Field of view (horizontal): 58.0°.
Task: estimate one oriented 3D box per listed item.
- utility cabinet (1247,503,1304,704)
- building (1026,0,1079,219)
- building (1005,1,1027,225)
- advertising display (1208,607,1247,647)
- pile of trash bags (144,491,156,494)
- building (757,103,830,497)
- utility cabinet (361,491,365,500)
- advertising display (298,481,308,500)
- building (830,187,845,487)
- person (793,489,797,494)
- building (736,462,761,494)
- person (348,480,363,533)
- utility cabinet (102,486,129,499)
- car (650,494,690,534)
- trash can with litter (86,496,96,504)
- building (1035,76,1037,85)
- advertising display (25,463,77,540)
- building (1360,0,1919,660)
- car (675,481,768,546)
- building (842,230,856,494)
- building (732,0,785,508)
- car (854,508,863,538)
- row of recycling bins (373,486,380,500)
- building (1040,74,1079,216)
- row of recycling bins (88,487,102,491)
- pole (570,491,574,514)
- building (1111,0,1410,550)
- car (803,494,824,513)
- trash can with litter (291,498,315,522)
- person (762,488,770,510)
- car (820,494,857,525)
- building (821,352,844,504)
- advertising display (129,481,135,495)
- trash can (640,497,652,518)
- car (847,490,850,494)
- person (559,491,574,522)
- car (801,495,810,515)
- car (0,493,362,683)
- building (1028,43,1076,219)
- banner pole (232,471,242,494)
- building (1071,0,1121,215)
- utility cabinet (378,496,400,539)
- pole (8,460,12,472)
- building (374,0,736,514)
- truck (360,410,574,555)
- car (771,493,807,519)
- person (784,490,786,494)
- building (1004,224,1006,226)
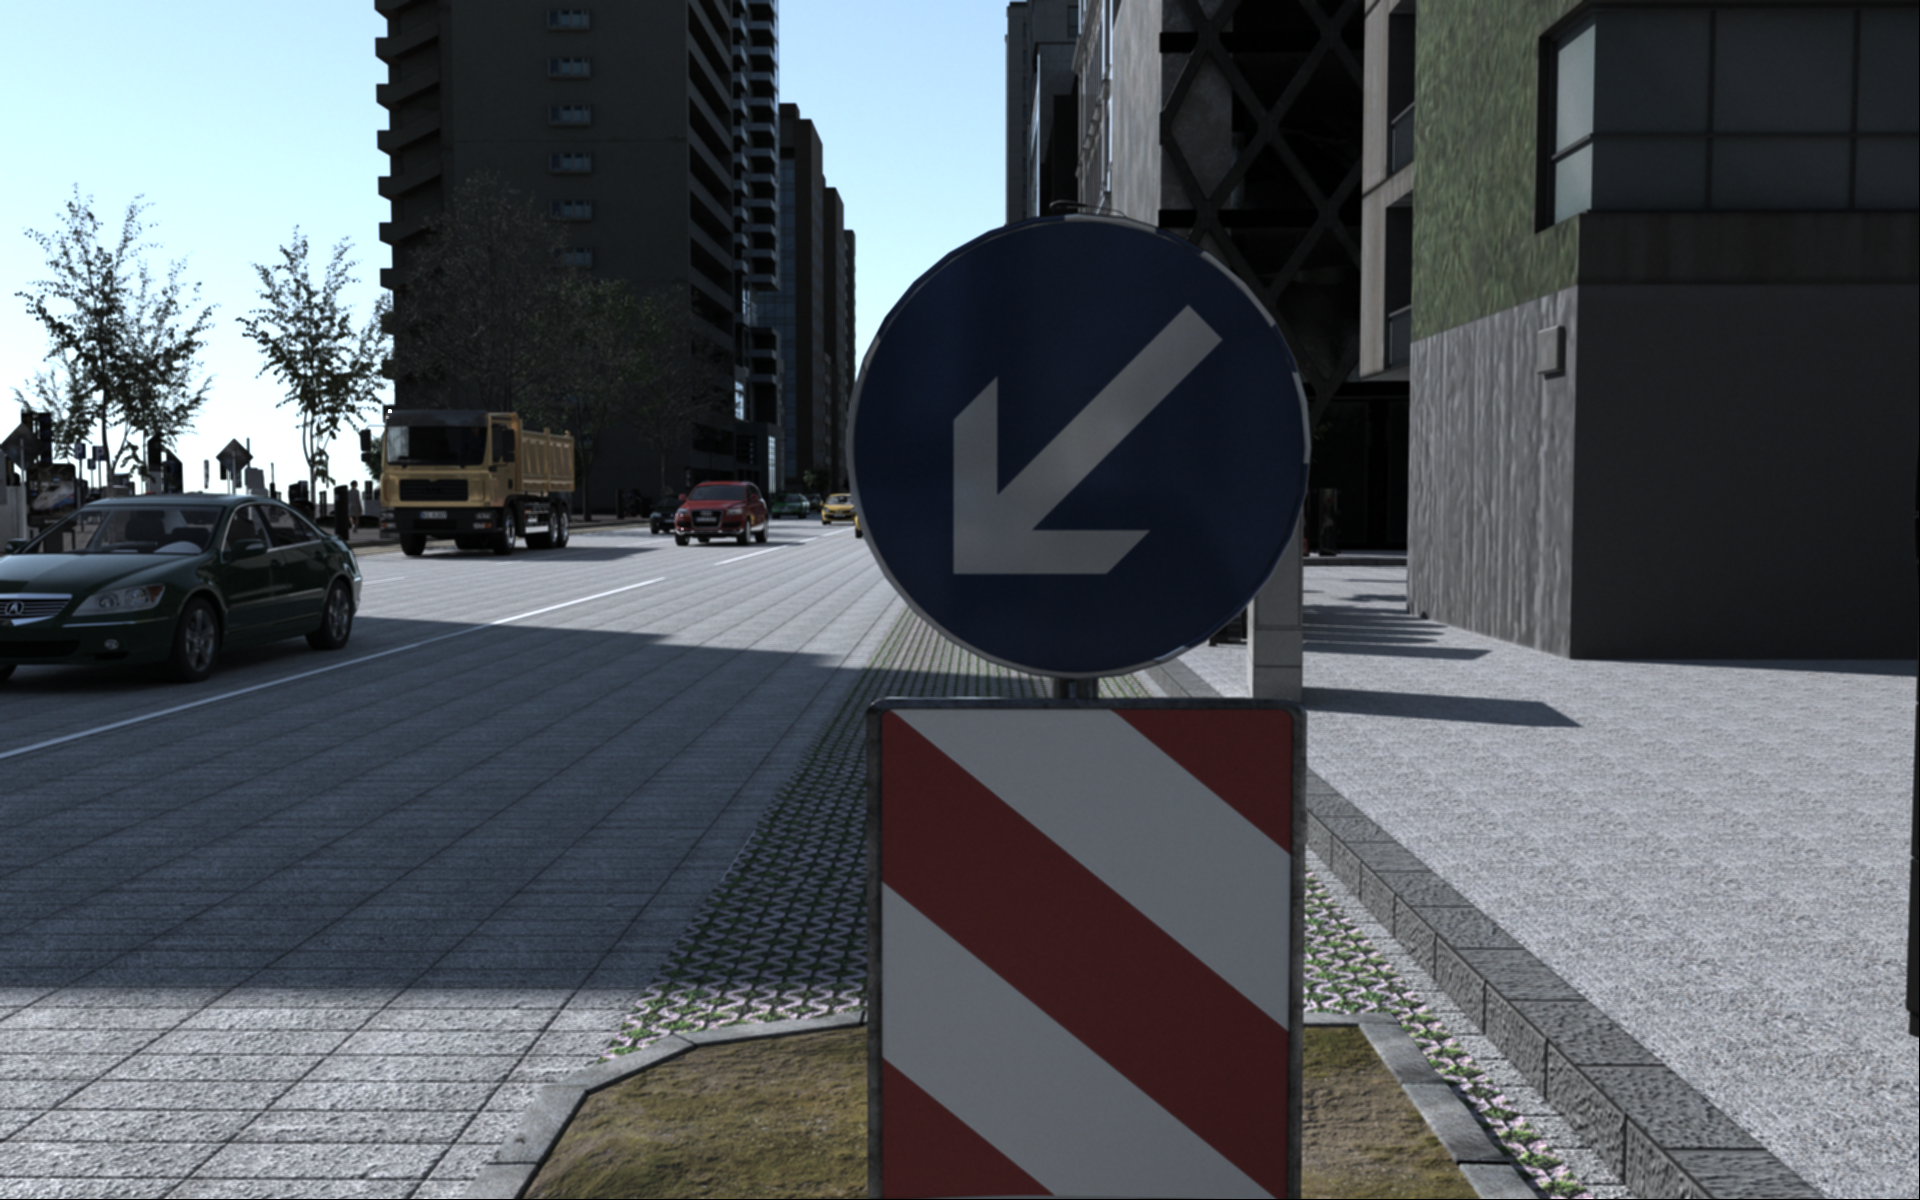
[{"bbox_3d":[2.001,-0.140,10.969,0.318,1.500,1.173,0,4,8],"label":"utility cabinet"},{"bbox_3d":[19.195,-33.829,142.342,28.713,52.752,27.495,0,4,1],"label":"building"},{"bbox_3d":[16.040,-40.890,210.544,21.231,58.520,28.212,0,4,1],"label":"building"},{"bbox_3d":[2.322,-0.593,14.917,0.123,1.923,0.974,2,4,27],"label":"advertising display"},{"bbox_3d":[-26.608,-2.849,56.333,1.912,1.369,3.447,-1,4,-16],"label":"pile of trash bags"},{"bbox_3d":[-23.516,-33.802,202.769,14.600,45.320,14.200,0,4,1],"label":"building"},{"bbox_3d":[-36.822,-6.028,107.229,0.318,1.500,1.173,-2,4,-27],"label":"utility cabinet"},{"bbox_3d":[-31.456,-4.756,82.972,0.123,1.923,0.974,0,4,0],"label":"advertising display"},{"bbox_3d":[-23.864,-36.447,246.026,14.600,45.320,14.200,0,4,1],"label":"building"},{"bbox_3d":[-15.939,-9.792,166.853,1.217,1.736,0.721,0,4,-6],"label":"person"},{"bbox_3d":[-27.313,-43.038,141.928,20.563,71.187,20.611,0,4,1],"label":"building"},{"bbox_3d":[-19.654,-3.026,56.268,0.466,1.731,0.760,-2,4,-25],"label":"person"},{"bbox_3d":[-22.693,-2.322,46.638,0.318,1.500,1.173,0,4,-7],"label":"utility cabinet"},{"bbox_3d":[-10.251,-3.282,63.452,2.009,1.686,4.222,0,4,-1],"label":"car"},{"bbox_3d":[-36.767,-3.760,72.532,1.678,1.210,2.233,1,4,18],"label":"trash can with litter"},{"bbox_3d":[12.112,-21.417,121.871,14.160,30.474,14.107,0,4,1],"label":"building"},{"bbox_3d":[-18.916,-1.888,36.084,0.123,1.923,0.974,3,4,38],"label":"advertising display"},{"bbox_3d":[11.825,-20.510,18.931,14.154,41.232,14.086,0,4,1],"label":"building"},{"bbox_3d":[-6.801,-2.513,49.761,2.281,1.827,5.304,0,4,2],"label":"car"},{"bbox_3d":[-23.153,-35.289,260.568,14.154,41.232,14.086,0,4,1],"label":"building"},{"bbox_3d":[-28.164,-52.322,168.131,22.319,86.520,31.000,0,4,1],"label":"building"},{"bbox_3d":[-2.570,-2.911,57.825,2.015,1.641,3.980,0,3,0],"label":"car"},{"bbox_3d":[-28.114,-4.901,87.239,1.069,1.692,3.534,1,4,22],"label":"row of recycling bins"},{"bbox_3d":[10.288,-15.510,83.272,12.332,23.373,15.834,0,4,1],"label":"building"},{"bbox_3d":[-51.500,-5.843,102.651,3.534,1.692,1.069,3,4,36],"label":"row of recycling bins"},{"bbox_3d":[-24.738,-7.120,110.255,0.158,3.312,0.155,0,3,0],"label":"pole"},{"bbox_3d":[12.885,-10.823,44.405,16.811,18.784,16.820,0,4,1],"label":"building"},{"bbox_3d":[-11.537,-7.571,134.017,2.015,1.641,3.980,0,4,1],"label":"car"},{"bbox_3d":[-16.669,-2.001,44.096,0.624,1.170,1.055,0,3,0],"label":"trash can with litter"},{"bbox_3d":[-15.962,-8.258,141.619,0.990,1.755,0.434,3,5,41],"label":"person"},{"bbox_3d":[-5.548,-4.359,81.498,2.015,1.641,3.980,0,4,0],"label":"car"},{"bbox_3d":[-30.077,-23.244,225.081,27.650,21.520,28.899,0,4,1],"label":"building"},{"bbox_3d":[-42.698,-5.122,88.963,0.974,1.923,0.123,2,4,32],"label":"advertising display"},{"bbox_3d":[-16.657,-4.907,91.891,0.748,1.137,0.748,0,3,0],"label":"trash can"},{"bbox_3d":[-9.469,-9.112,157.649,2.281,1.827,5.304,0,4,2],"label":"car"},{"bbox_3d":[-17.838,-4.417,78.359,0.635,1.810,0.391,1,4,12],"label":"person"},{"bbox_3d":[-11.465,-6.570,119.787,2.083,1.381,4.827,0,4,1],"label":"car"},{"bbox_3d":[-6.657,-0.175,14.658,2.131,1.459,4.920,0,4,1],"label":"car"},{"bbox_3d":[10.262,-17.312,101.080,12.078,24.808,19.932,0,4,1],"label":"building"},{"bbox_3d":[-36.836,-6.002,88.143,0.863,3.779,0.401,2,4,26],"label":"banner pole"},{"bbox_3d":[11.162,-17.074,65.059,13.634,28.700,20.117,0,4,1],"label":"building"},{"bbox_3d":[-16.467,-2.378,50.037,0.306,1.237,1.020,0,4,0],"label":"utility cabinet"},{"bbox_3d":[-56.733,-6.706,103.480,0.158,3.312,0.155,0,3,0],"label":"pole"},{"bbox_3d":[-28.001,-30.448,121.525,21.300,48.544,21.600,0,4,1],"label":"building"},{"bbox_3d":[-11.782,-2.857,42.638,3.469,3.379,9.791,0,4,0],"label":"truck"},{"bbox_3d":[-9.878,-5.593,100.237,1.959,1.807,4.718,0,4,-1],"label":"car"},{"bbox_3d":[-13.960,-7.884,138.131,1.217,1.735,0.721,0,4,4],"label":"person"},{"bbox_3d":[13.615,-35.448,263.170,14.154,41.232,14.086,0,4,1],"label":"building"}]
